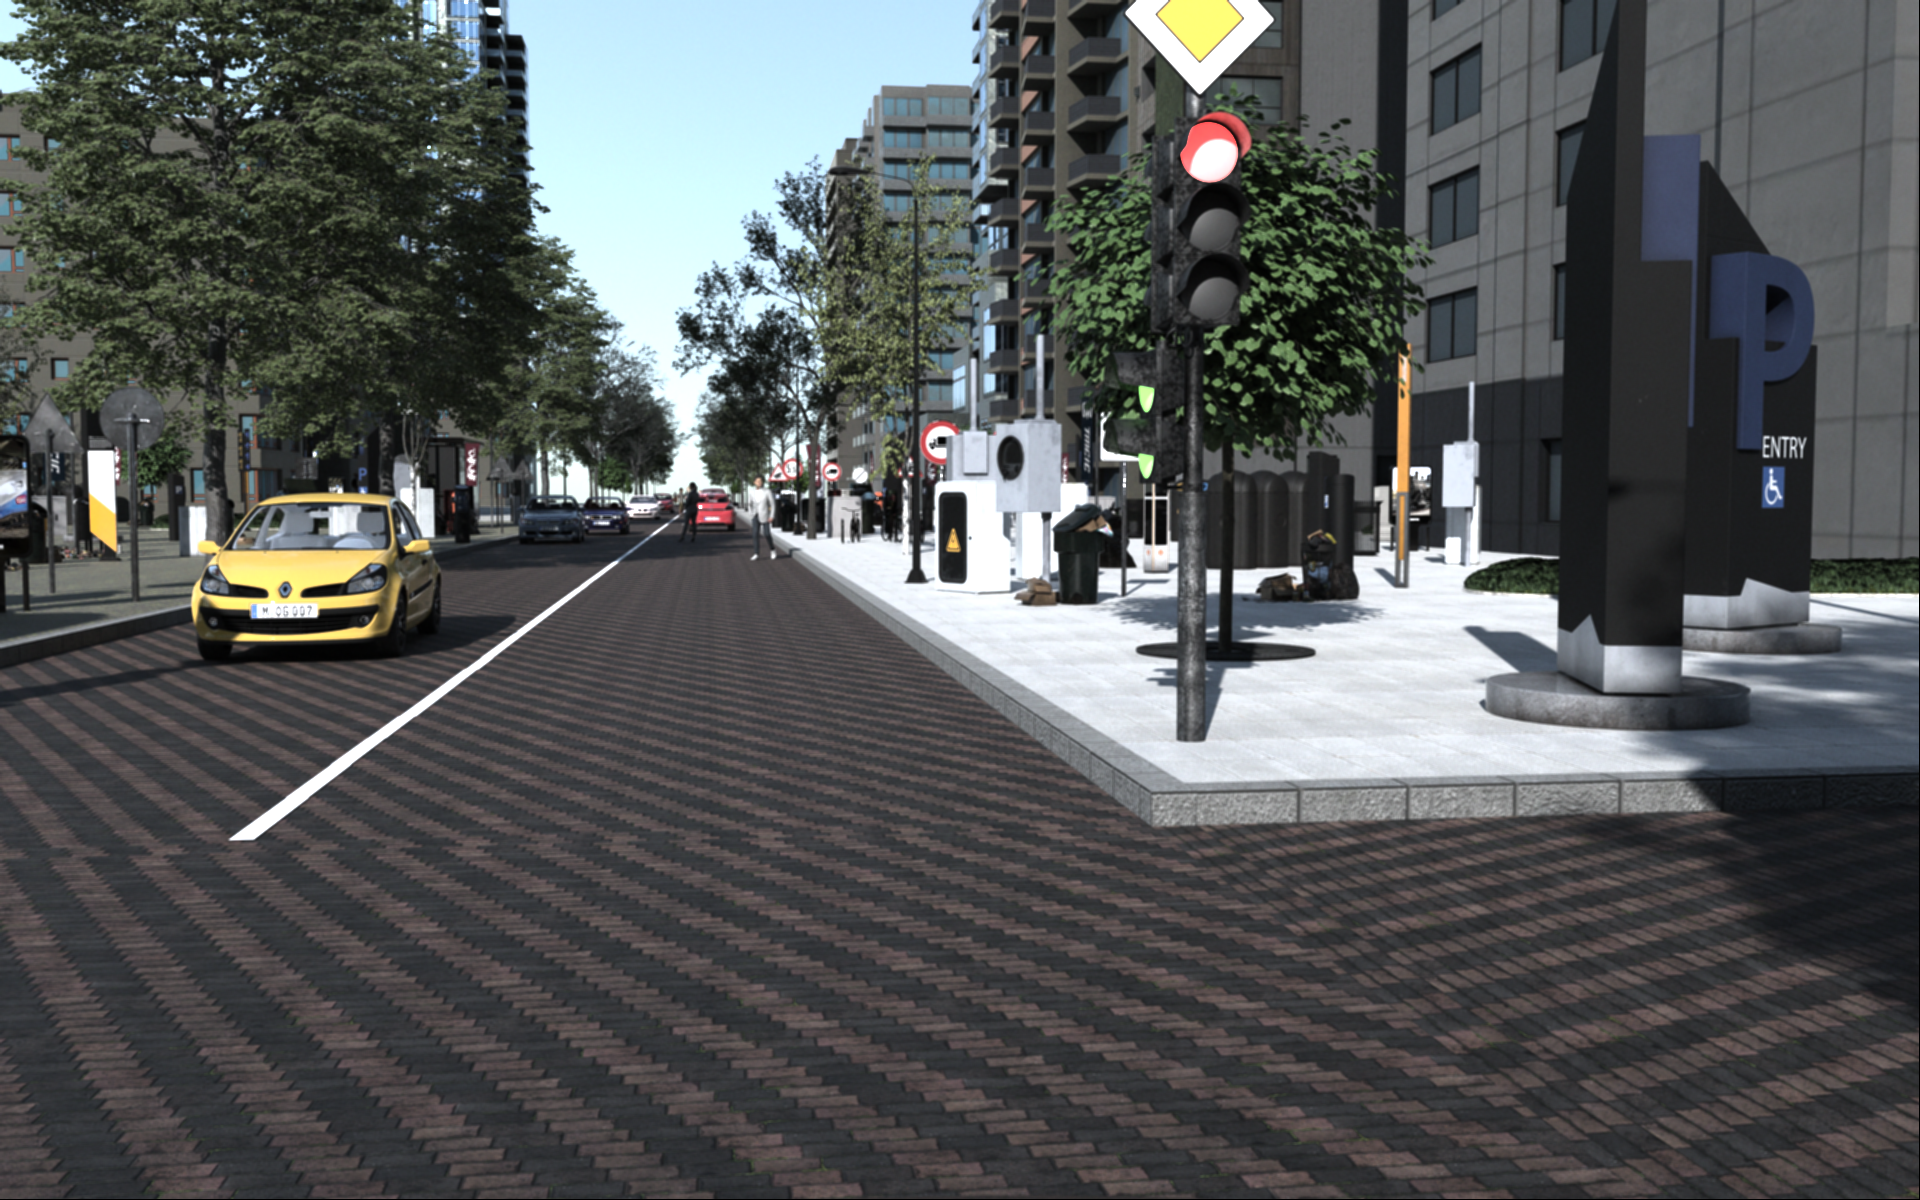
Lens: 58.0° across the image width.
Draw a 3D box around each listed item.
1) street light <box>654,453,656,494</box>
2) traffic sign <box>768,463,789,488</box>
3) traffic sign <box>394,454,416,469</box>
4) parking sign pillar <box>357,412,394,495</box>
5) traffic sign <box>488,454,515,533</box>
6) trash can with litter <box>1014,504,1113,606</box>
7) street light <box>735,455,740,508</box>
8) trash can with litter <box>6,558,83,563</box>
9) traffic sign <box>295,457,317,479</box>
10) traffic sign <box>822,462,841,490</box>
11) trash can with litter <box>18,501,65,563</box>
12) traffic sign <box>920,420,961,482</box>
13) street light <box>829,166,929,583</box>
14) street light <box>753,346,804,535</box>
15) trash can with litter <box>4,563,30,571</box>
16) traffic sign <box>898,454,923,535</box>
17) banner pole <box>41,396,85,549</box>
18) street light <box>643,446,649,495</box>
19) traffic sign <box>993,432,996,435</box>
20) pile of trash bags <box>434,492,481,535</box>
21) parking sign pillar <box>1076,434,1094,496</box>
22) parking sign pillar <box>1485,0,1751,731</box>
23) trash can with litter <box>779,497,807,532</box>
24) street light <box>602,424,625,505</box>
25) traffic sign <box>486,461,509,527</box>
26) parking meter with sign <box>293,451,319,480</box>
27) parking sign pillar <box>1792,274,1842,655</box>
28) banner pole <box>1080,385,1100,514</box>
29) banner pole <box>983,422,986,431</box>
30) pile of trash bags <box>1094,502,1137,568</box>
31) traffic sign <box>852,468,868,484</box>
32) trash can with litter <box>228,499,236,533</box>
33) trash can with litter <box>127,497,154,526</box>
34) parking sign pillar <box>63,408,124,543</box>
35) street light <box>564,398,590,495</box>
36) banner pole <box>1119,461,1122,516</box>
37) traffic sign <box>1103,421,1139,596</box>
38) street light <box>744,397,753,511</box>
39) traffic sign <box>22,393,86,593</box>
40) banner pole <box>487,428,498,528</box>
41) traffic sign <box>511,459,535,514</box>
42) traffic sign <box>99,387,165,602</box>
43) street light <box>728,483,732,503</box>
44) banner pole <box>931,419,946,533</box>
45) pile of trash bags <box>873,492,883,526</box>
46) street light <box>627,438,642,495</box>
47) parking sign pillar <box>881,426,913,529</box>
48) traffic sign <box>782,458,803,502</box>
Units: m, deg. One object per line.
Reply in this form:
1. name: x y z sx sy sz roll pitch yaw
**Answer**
1. street light: -34.652 -13.600 194.908 1.470 5.913 1.316 -1 4 -8
2. traffic sign: -7.553 -4.409 72.098 0.884 2.594 0.081 0 4 -5
3. traffic sign: -17.696 -3.364 55.102 0.768 2.556 0.104 0 4 -2
4. parking sign pillar: -18.921 -4.139 56.146 1.447 3.967 1.447 1 4 21
5. traffic sign: -14.921 -3.448 56.372 0.884 2.594 0.081 0 4 -2
6. trash can with litter: 1.199 -0.530 20.053 1.055 1.170 0.624 -2 4 -29
7. street light: -12.086 -7.732 98.951 1.470 5.913 1.316 -1 4 -8
8. trash can with litter: -17.834 -1.442 34.639 1.678 1.210 2.233 0 4 1
9. traffic sign: -18.137 -2.810 48.070 0.606 2.300 0.079 0 4 -3
10. traffic sign: -5.098 -4.208 68.911 0.768 2.556 0.104 0 4 -4
11. trash can with litter: -17.121 -1.267 32.095 0.624 1.170 1.055 0 4 2
12. traffic sign: -0.316 -1.824 29.934 0.768 2.556 0.104 0 4 -4
13. street light: -1.164 -3.194 24.766 1.470 5.913 1.316 -1 4 -8
14. street light: -5.604 -4.982 53.992 1.470 5.913 1.316 -1 4 -8
15. trash can with litter: -16.350 -1.082 28.747 1.678 1.210 2.233 1 4 9
16. traffic sign: -1.582 -3.292 53.829 0.884 2.594 0.081 0 4 -7
17. banner pole: -20.957 -3.082 40.411 0.863 3.779 0.401 -3 5 -39
18. street light: -30.421 -11.807 165.578 1.470 5.913 1.316 -1 4 -8
19. traffic sign: 0.917 -2.014 33.035 0.768 2.556 0.104 0 4 -4
20. pile of trash bags: -16.283 -2.793 55.420 1.912 1.369 3.447 0 4 -8
21. parking sign pillar: 5.664 -5.511 78.581 1.447 3.967 1.447 2 4 24
22. parking sign pillar: 3.818 -1.316 9.983 1.447 3.967 1.447 1 4 8
23. trash can with litter: -5.600 -2.887 58.584 1.055 1.170 0.624 2 4 35
24. street light: -22.920 -8.632 113.668 1.470 5.913 1.316 -1 4 -8
25. traffic sign: -18.075 -4.140 67.685 0.884 2.594 0.081 0 4 -4
26. parking meter with sign: -25.917 -4.398 68.170 0.543 3.016 1.738 1 4 10
27. parking sign pillar: 6.592 -1.587 14.421 1.447 3.967 1.447 -3 4 -36
28. banner pole: 2.985 -3.022 39.434 0.401 3.779 0.863 3 5 39
29. banner pole: 0.834 -4.311 60.507 0.401 3.779 0.863 0 4 -4
30. pile of trash bags: 2.002 -1.322 31.374 1.912 1.369 3.447 0 4 -6
31. traffic sign: -4.806 -5.083 83.215 0.768 2.556 0.104 0 4 -8
32. trash can with litter: -20.768 -2.290 48.830 0.624 1.170 1.055 -1 4 -19
33. trash can with litter: -32.492 -3.500 68.618 1.055 1.170 0.624 0 4 6
34. parking sign pillar: -23.115 -3.524 46.082 1.447 3.967 1.447 -2 4 -26
35. street light: -18.542 -6.795 83.638 1.470 5.913 1.316 -1 4 -8
36. banner pole: 4.915 -3.805 52.227 0.401 3.779 0.863 1 4 23
37. traffic sign: 2.057 -1.196 21.689 0.606 2.300 0.079 0 4 -5
38. street light: -9.667 -6.773 83.272 1.470 5.913 1.316 -1 4 -8
39. traffic sign: -11.719 -1.363 22.293 0.884 2.594 0.081 0 4 -8
40. banner pole: -17.746 -4.629 65.702 0.401 3.779 0.863 0 4 -8
41. traffic sign: -16.192 -3.924 64.153 0.884 2.594 0.081 0 4 -7
42. traffic sign: -9.828 -1.252 20.575 0.768 2.556 0.104 0 4 -2
43. street light: -16.459 -9.577 129.132 1.470 5.913 1.316 -1 4 -8
44. banner pole: -0.650 -4.155 57.952 0.401 3.779 0.863 3 4 38
45. pile of trash bags: -3.258 -3.802 71.920 1.912 1.369 3.447 -1 4 -9
46. street light: -27.311 -10.449 143.390 1.470 5.913 1.316 -1 4 -8
47. parking sign pillar: -2.169 -4.601 63.700 1.447 3.967 1.447 -2 4 -24
48. traffic sign: -5.952 -3.761 61.599 0.768 2.556 0.104 0 4 -8
